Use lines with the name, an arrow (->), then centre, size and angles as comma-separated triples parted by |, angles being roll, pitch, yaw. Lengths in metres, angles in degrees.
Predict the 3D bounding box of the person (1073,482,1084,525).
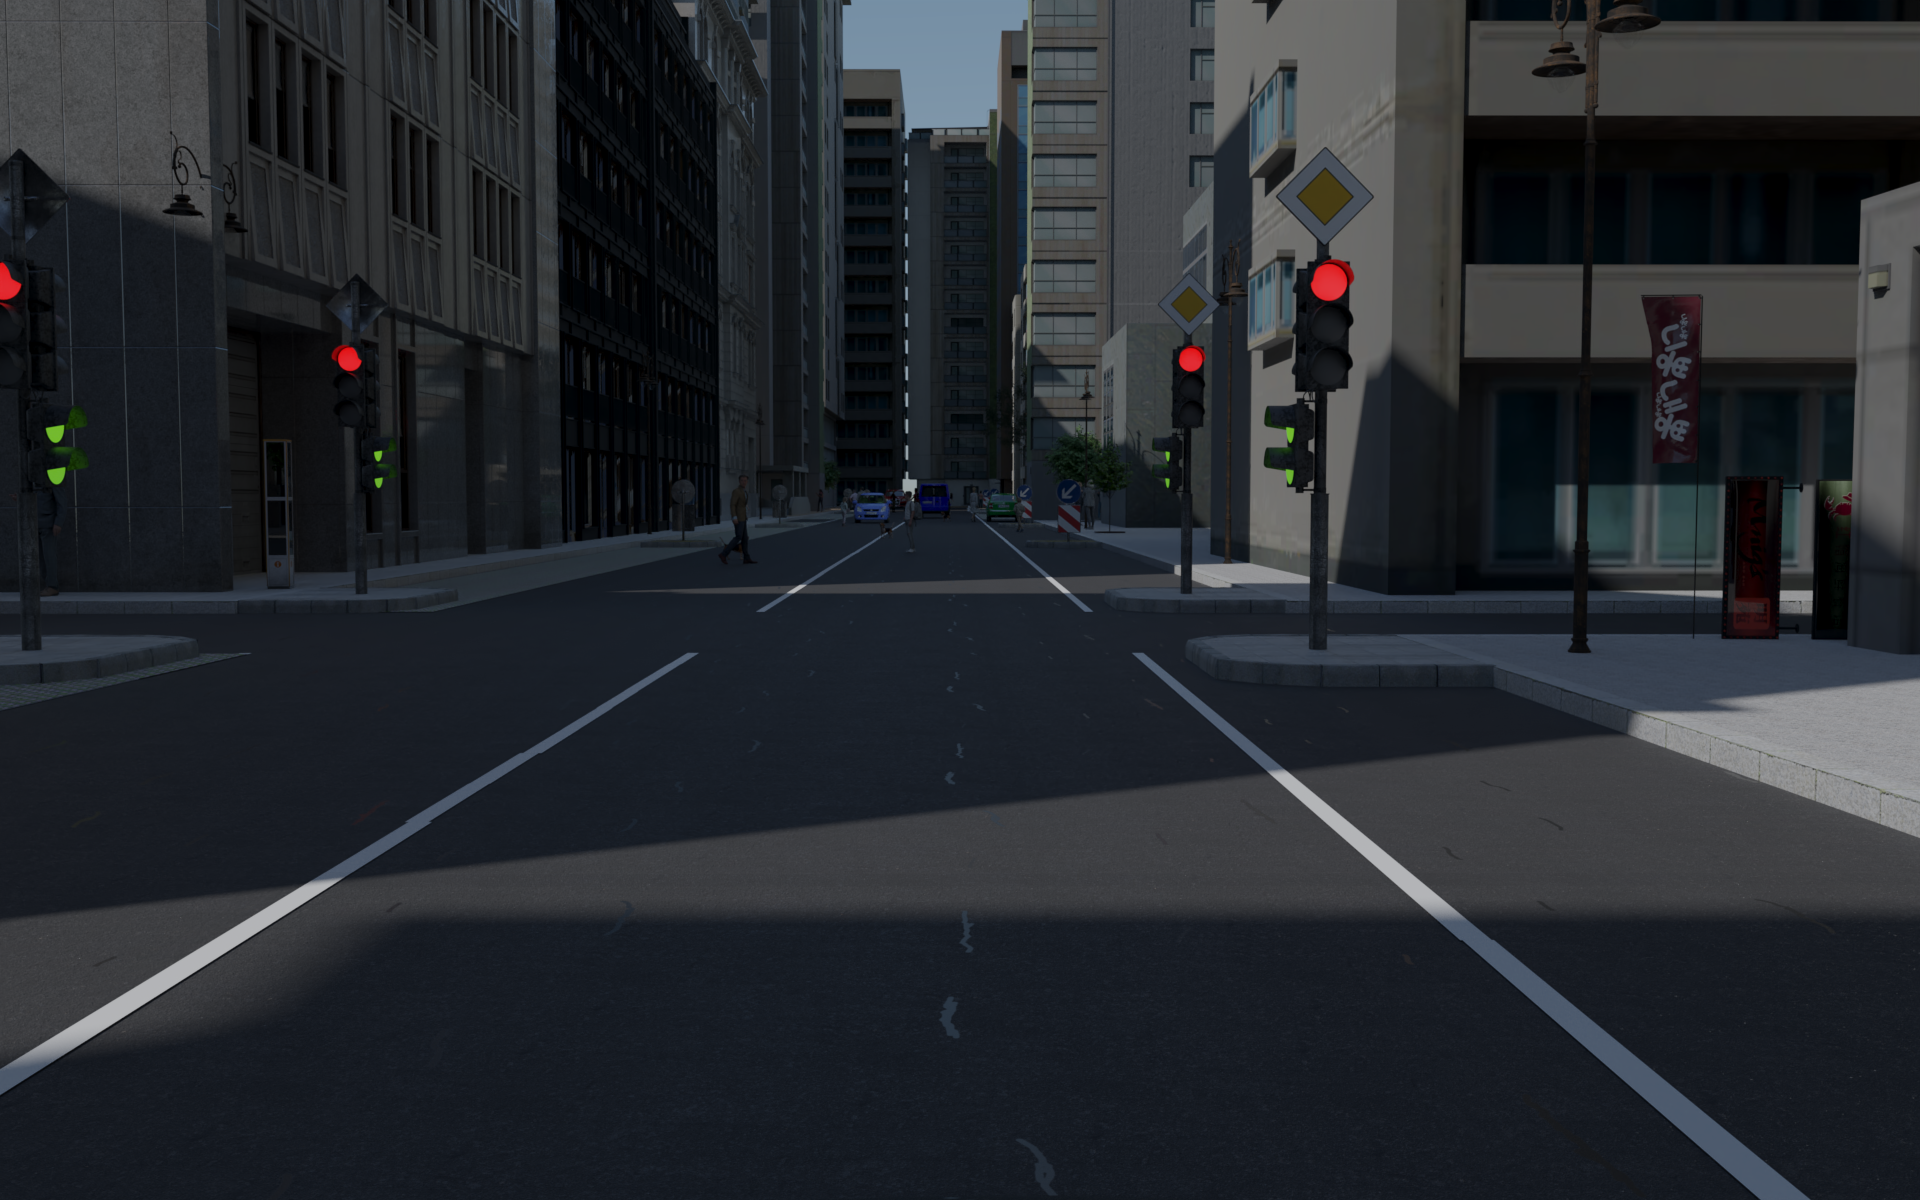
person -> 4.809, -3.940, 70.888 | 0.534, 1.772, 0.576 | 0, 4, 3

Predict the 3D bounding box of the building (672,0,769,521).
building -> -17.463, -18.217, 85.230 | 14.401, 28.519, 23.554 | 0, 4, 0

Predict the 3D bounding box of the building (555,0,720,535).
building -> -16.357, -14.420, 65.444 | 12.332, 23.373, 15.834 | 0, 4, 0

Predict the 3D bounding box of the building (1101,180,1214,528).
building -> 17.456, -45.591, 58.088 | 22.319, 86.520, 31.000 | 0, 4, 0

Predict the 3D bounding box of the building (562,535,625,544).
building -> -16.349, -13.452, 49.624 | 12.332, 23.373, 15.834 | 0, 4, 0

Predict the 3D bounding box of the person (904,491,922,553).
person -> -1.215, -1.928, 42.619 | 0.503, 1.515, 0.523 | 3, 5, 42

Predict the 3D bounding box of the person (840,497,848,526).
person -> -5.147, -3.928, 76.999 | 0.425, 1.301, 0.394 | 2, 4, 24

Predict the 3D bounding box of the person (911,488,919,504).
person -> -2.786, -6.131, 108.709 | 0.705, 1.831, 1.348 | 2, 4, 26

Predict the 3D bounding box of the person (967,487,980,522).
person -> 0.678, -4.904, 89.038 | 0.624, 1.780, 0.694 | -3, 5, -41

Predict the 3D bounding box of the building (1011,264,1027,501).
building -> 18.641, -18.337, 144.851 | 27.650, 21.520, 28.899 | 0, 4, 0

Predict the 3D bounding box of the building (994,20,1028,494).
building -> 10.626, -31.528, 165.589 | 14.600, 45.320, 14.200 | 0, 4, 0

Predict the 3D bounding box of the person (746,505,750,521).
person -> -9.901, -4.209, 79.881 | 0.382, 1.210, 0.505 | 0, 4, -3

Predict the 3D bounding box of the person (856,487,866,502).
person -> -5.349, -5.291, 94.853 | 0.661, 1.843, 0.795 | -1, 4, -19

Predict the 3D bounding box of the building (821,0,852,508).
building -> -24.416, -34.833, 158.753 | 27.495, 52.752, 28.713 | 0, 4, 0

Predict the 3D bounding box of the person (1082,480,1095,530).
person -> 4.616, -3.439, 62.450 | 0.537, 1.800, 0.526 | -1, 4, -16

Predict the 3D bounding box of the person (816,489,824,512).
person -> -10.068, -7.135, 124.175 | 0.593, 1.643, 0.415 | 0, 4, 3

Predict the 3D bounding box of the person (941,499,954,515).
person -> -1.083, -6.594, 116.329 | 1.348, 1.823, 0.705 | 0, 4, 3

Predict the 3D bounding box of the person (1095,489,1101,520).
person -> 6.862, -4.710, 83.034 | 0.713, 1.824, 0.794 | -2, 4, -33

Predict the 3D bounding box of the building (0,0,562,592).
building -> -15.696, -13.071, 31.735 | 12.078, 24.808, 19.932 | 0, 4, 0

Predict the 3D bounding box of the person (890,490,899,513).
person -> -5.051, -7.635, 133.856 | 0.721, 1.766, 1.217 | -2, 4, -32

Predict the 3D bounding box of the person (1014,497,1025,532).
person -> 2.224, -3.206, 65.195 | 0.475, 1.303, 0.640 | -2, 4, -34

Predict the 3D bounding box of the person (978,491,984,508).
person -> 1.952, -9.165, 159.059 | 1.217, 1.736, 0.721 | 2, 4, 29

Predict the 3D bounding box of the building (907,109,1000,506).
building -> 1.317, -30.812, 187.365 | 14.086, 41.232, 14.154 | 0, 4, 0

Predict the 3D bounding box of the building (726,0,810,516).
building -> -26.174, -25.496, 108.745 | 32.217, 40.220, 23.993 | 0, 4, 0

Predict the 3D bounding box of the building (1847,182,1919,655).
building -> 17.760, -34.495, 2.242 | 20.563, 71.187, 20.611 | 0, 4, 0

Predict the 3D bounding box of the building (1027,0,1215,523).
building -> 10.451, -24.852, 89.917 | 14.154, 41.232, 14.086 | 0, 4, 0

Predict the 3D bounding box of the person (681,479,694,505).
person -> -9.653, -3.406, 61.755 | 0.581, 1.822, 0.654 | 3, 5, 40

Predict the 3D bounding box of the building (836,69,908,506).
building -> -16.722, -34.655, 190.308 | 21.600, 48.544, 21.300 | 0, 4, 0

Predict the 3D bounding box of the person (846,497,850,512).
person -> -8.217, -7.205, 126.977 | 0.551, 1.740, 0.621 | 2, 4, 25

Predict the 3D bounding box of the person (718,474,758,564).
person -> -4.536, -1.654, 35.452 | 0.836, 1.842, 0.656 | -1, 4, -19

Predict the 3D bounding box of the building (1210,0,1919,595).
building -> 15.856, -24.920, 31.141 | 21.600, 48.544, 21.300 | 0, 4, 0

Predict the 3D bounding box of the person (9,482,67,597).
person -> -11.599, -0.954, 21.809 | 0.661, 1.801, 0.590 | 1, 4, 21

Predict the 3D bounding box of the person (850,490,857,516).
person -> -6.905, -6.383, 113.807 | 0.756, 1.711, 0.436 | -1, 4, -12

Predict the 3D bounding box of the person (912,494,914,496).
person -> -4.486, -10.117, 174.594 | 1.217, 1.739, 0.721 | 0, 4, 0

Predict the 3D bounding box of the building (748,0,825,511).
building -> -17.587, -27.166, 127.767 | 14.154, 41.232, 14.086 | 0, 4, 0
